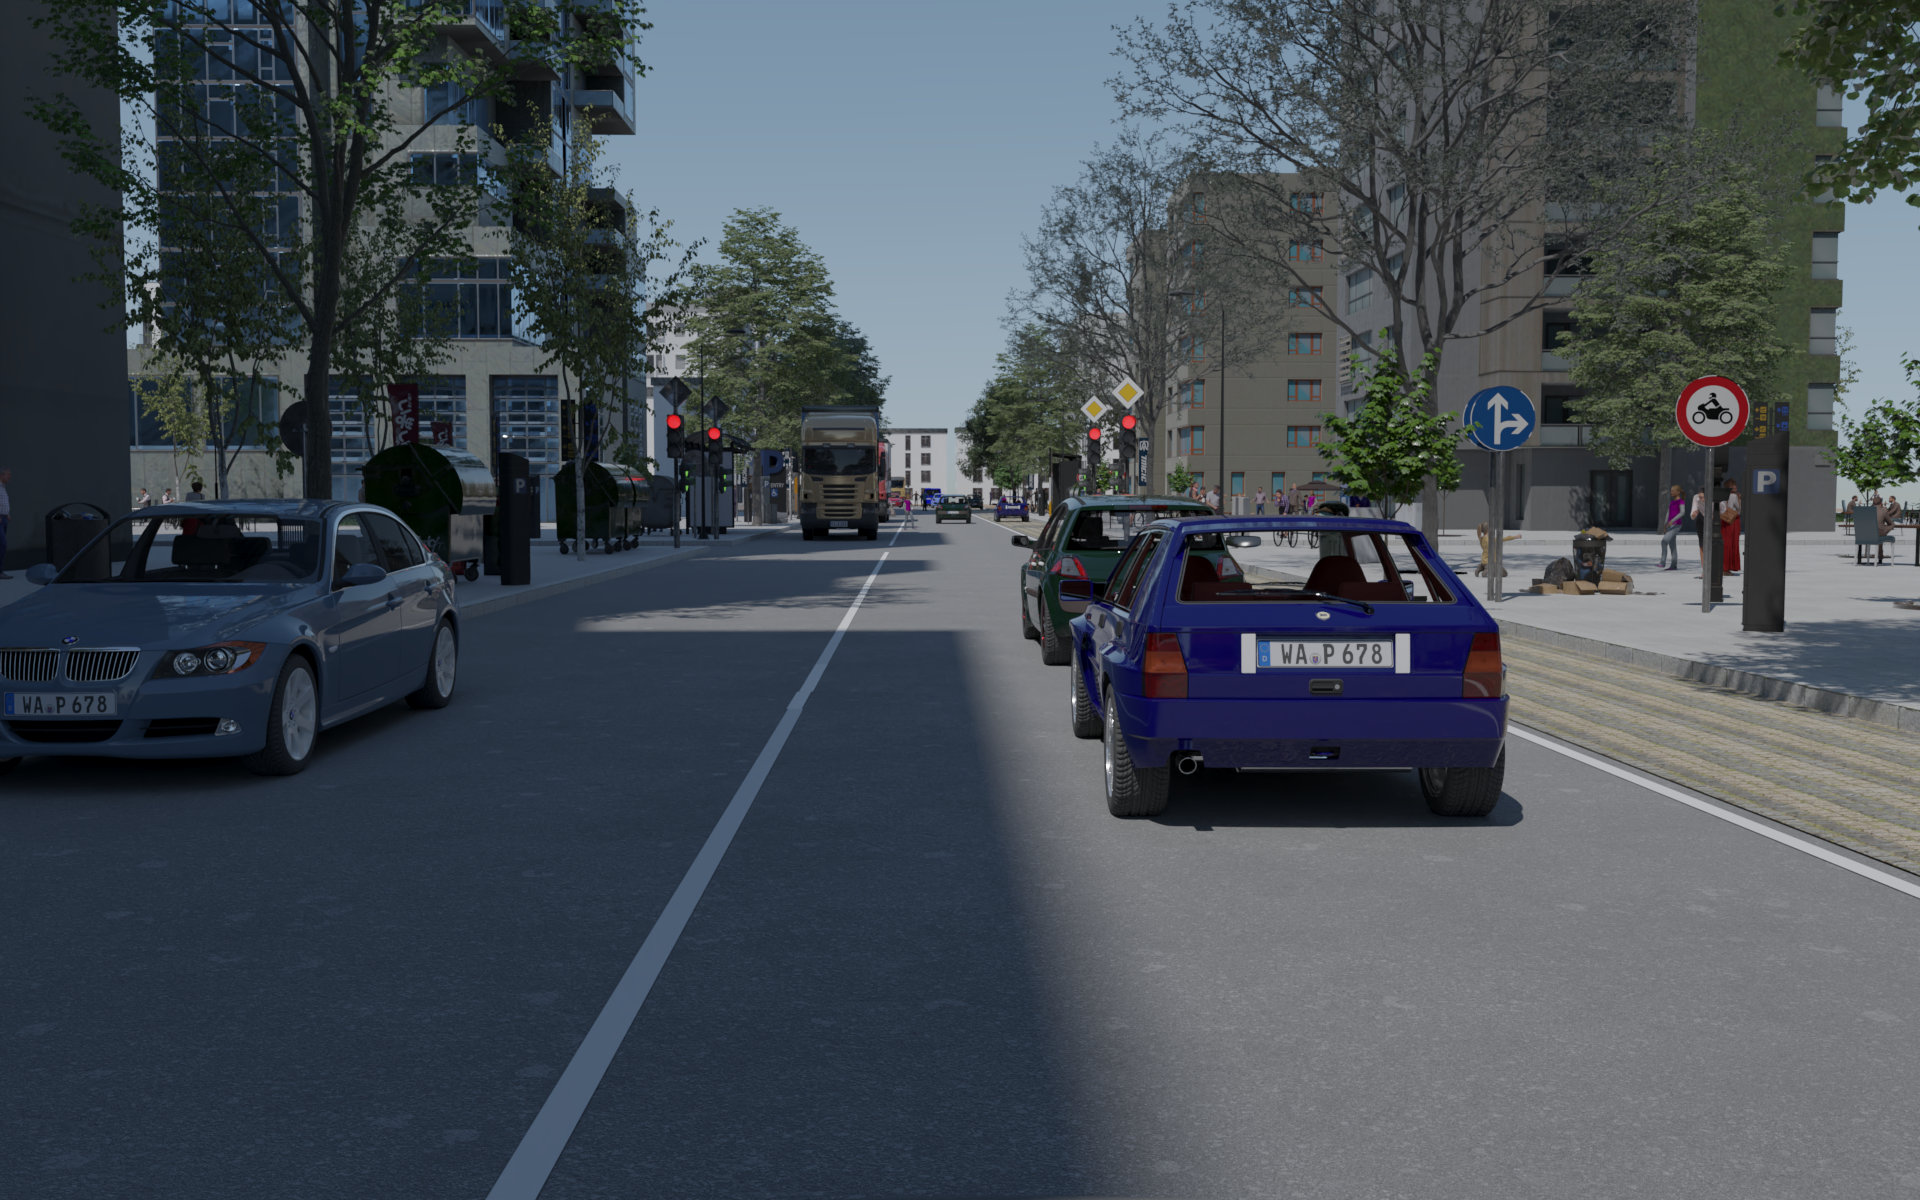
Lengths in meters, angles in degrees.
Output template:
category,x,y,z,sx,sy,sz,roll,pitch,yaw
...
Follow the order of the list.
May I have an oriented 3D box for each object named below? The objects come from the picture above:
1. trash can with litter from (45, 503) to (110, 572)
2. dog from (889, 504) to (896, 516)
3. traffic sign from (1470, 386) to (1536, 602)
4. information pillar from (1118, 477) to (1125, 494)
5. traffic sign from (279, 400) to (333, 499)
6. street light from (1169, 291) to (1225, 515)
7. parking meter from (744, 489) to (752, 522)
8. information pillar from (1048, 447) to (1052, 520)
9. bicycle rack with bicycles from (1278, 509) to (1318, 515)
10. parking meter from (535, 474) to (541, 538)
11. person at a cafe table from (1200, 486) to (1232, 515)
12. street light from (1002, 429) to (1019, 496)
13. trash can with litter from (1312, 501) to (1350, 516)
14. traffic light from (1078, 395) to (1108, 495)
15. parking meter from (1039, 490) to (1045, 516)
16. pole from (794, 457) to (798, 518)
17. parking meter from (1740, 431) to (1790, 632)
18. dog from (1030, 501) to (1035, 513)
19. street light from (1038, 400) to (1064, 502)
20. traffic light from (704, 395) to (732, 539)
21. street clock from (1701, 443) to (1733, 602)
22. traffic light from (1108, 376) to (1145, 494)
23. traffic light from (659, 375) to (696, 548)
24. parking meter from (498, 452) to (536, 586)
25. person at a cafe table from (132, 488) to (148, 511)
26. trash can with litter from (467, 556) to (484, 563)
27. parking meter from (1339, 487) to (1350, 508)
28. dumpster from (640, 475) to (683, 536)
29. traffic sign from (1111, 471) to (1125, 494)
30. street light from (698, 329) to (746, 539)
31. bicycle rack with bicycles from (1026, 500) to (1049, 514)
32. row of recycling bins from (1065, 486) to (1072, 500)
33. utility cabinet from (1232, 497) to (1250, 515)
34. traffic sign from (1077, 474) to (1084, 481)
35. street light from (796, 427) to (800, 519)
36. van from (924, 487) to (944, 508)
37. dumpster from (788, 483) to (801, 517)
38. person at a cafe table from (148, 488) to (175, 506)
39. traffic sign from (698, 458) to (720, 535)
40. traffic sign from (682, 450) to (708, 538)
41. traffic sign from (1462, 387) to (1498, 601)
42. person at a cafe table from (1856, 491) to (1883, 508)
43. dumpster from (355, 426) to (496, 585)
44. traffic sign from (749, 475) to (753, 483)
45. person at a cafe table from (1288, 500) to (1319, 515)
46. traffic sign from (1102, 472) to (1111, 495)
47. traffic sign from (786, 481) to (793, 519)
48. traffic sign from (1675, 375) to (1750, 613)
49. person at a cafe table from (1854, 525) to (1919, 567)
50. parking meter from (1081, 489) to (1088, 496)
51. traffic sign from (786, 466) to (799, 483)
category,x,y,z,sx,sy,sz,roll,pitch,yaw
trash can with litter,-7.422,-0.165,13.756,1.678,1.210,2.233,2,4,30
dog,-4.379,-5.776,111.280,0.513,0.831,0.800,0,4,7
traffic sign,6.383,-1.245,20.459,0.768,2.556,0.104,0,4,0
information pillar,7.042,-4.307,74.917,0.304,2.012,0.304,3,5,42
traffic sign,-8.904,-1.435,23.576,0.768,2.556,0.104,0,4,8
street light,5.475,-4.109,39.720,1.470,5.913,1.316,0,4,-1
parking meter,-9.665,-4.314,78.949,0.372,1.533,0.369,0,3,0
information pillar,4.528,-5.821,86.520,0.183,3.616,0.504,1,4,11
bicycle rack with bicycles,8.885,-1.697,41.132,2.852,0.926,2.925,0,4,-4
parking meter,-12.331,-2.713,50.062,0.255,1.863,0.399,1,4,17
person at a cafe table,7.588,-2.742,53.340,1.698,1.524,1.622,-1,4,-13
street light,3.627,-9.265,124.019,1.470,5.913,1.316,0,4,-1
trash can with litter,6.322,-1.106,29.475,0.624,1.170,1.055,1,4,16
traffic light,3.787,-3.692,49.278,0.839,4.253,0.868,0,4,-1
parking meter,4.762,-5.640,100.628,0.372,1.533,0.369,0,3,0
pole,-8.809,-6.060,92.924,0.158,3.312,0.155,0,3,0
parking meter,7.504,-0.640,16.181,0.399,1.863,0.255,2,4,25
dog,4.974,-6.497,120.607,0.513,0.831,0.800,2,4,27
street light,4.527,-6.891,85.202,1.470,5.913,1.316,0,4,-1
traffic light,-6.891,-3.676,49.019,0.839,4.253,0.868,0,4,-1
street clock,8.972,-0.977,20.545,0.358,2.002,0.471,1,4,22
traffic light,3.969,-3.203,41.295,0.839,4.253,0.868,0,4,-1
traffic light,-6.710,-3.187,41.036,0.839,4.253,0.868,0,4,-1
parking meter,-6.269,-1.144,24.411,0.255,1.863,0.399,2,4,33
person at a cafe table,-32.975,-3.715,69.258,1.622,1.524,1.698,-3,4,-37
trash can with litter,-8.936,-1.288,32.441,1.055,1.170,0.624,3,5,41
parking meter,8.690,-1.860,38.826,0.372,1.533,0.369,0,3,0
dumpster,-9.211,-2.891,53.032,1.264,1.857,1.865,0,4,-1
traffic sign,7.499,-5.030,82.350,0.768,2.556,0.104,0,4,6
street light,-6.728,-4.671,48.914,1.470,5.913,1.316,0,4,-1
bicycle rack with bicycles,5.587,-5.944,110.563,2.852,0.926,2.925,-3,4,-37
row of recycling bins,6.254,-5.151,91.334,1.069,1.692,3.534,1,4,17
utility cabinet,6.723,-1.850,41.406,0.306,1.237,1.020,1,4,18
traffic sign,6.675,-5.708,93.436,0.768,2.556,0.104,0,4,-1
street light,-7.646,-7.070,88.134,1.470,5.913,1.316,0,4,-1
van,-2.794,-10.747,180.093,2.240,2.365,5.245,0,4,-1
dumpster,-8.962,-5.406,94.145,1.264,1.857,1.865,0,4,-1
person at a cafe table,-31.213,-3.704,69.079,1.622,1.524,1.698,-1,4,-16
traffic sign,-7.690,-3.285,53.718,0.884,2.594,0.081,0,4,3
traffic sign,-7.665,-3.054,50.042,0.768,2.556,0.104,0,4,-1
traffic sign,6.384,-1.263,20.763,0.768,2.556,0.104,0,4,2
person at a cafe table,53.975,-5.740,102.370,1.622,1.524,1.698,-3,5,-39
dumpster,-7.551,-1.348,24.541,1.502,2.255,1.985,0,4,-1
traffic sign,-9.755,-5.097,83.335,0.884,2.594,0.081,0,4,4
person at a cafe table,17.125,-4.658,87.012,1.726,1.238,1.698,-2,4,-35
traffic sign,6.662,-4.937,80.833,0.768,2.556,0.104,0,4,3
traffic sign,-8.756,-5.353,87.626,0.768,2.556,0.104,0,4,1
traffic sign,8.064,-1.134,18.650,0.768,2.556,0.104,0,4,5
person at a cafe table,16.610,-1.230,30.972,1.726,1.238,1.698,-2,4,-34
parking meter,5.986,-4.580,83.301,0.372,1.533,0.369,0,3,0
traffic sign,-7.984,-4.986,81.259,0.795,2.593,0.064,0,4,1
